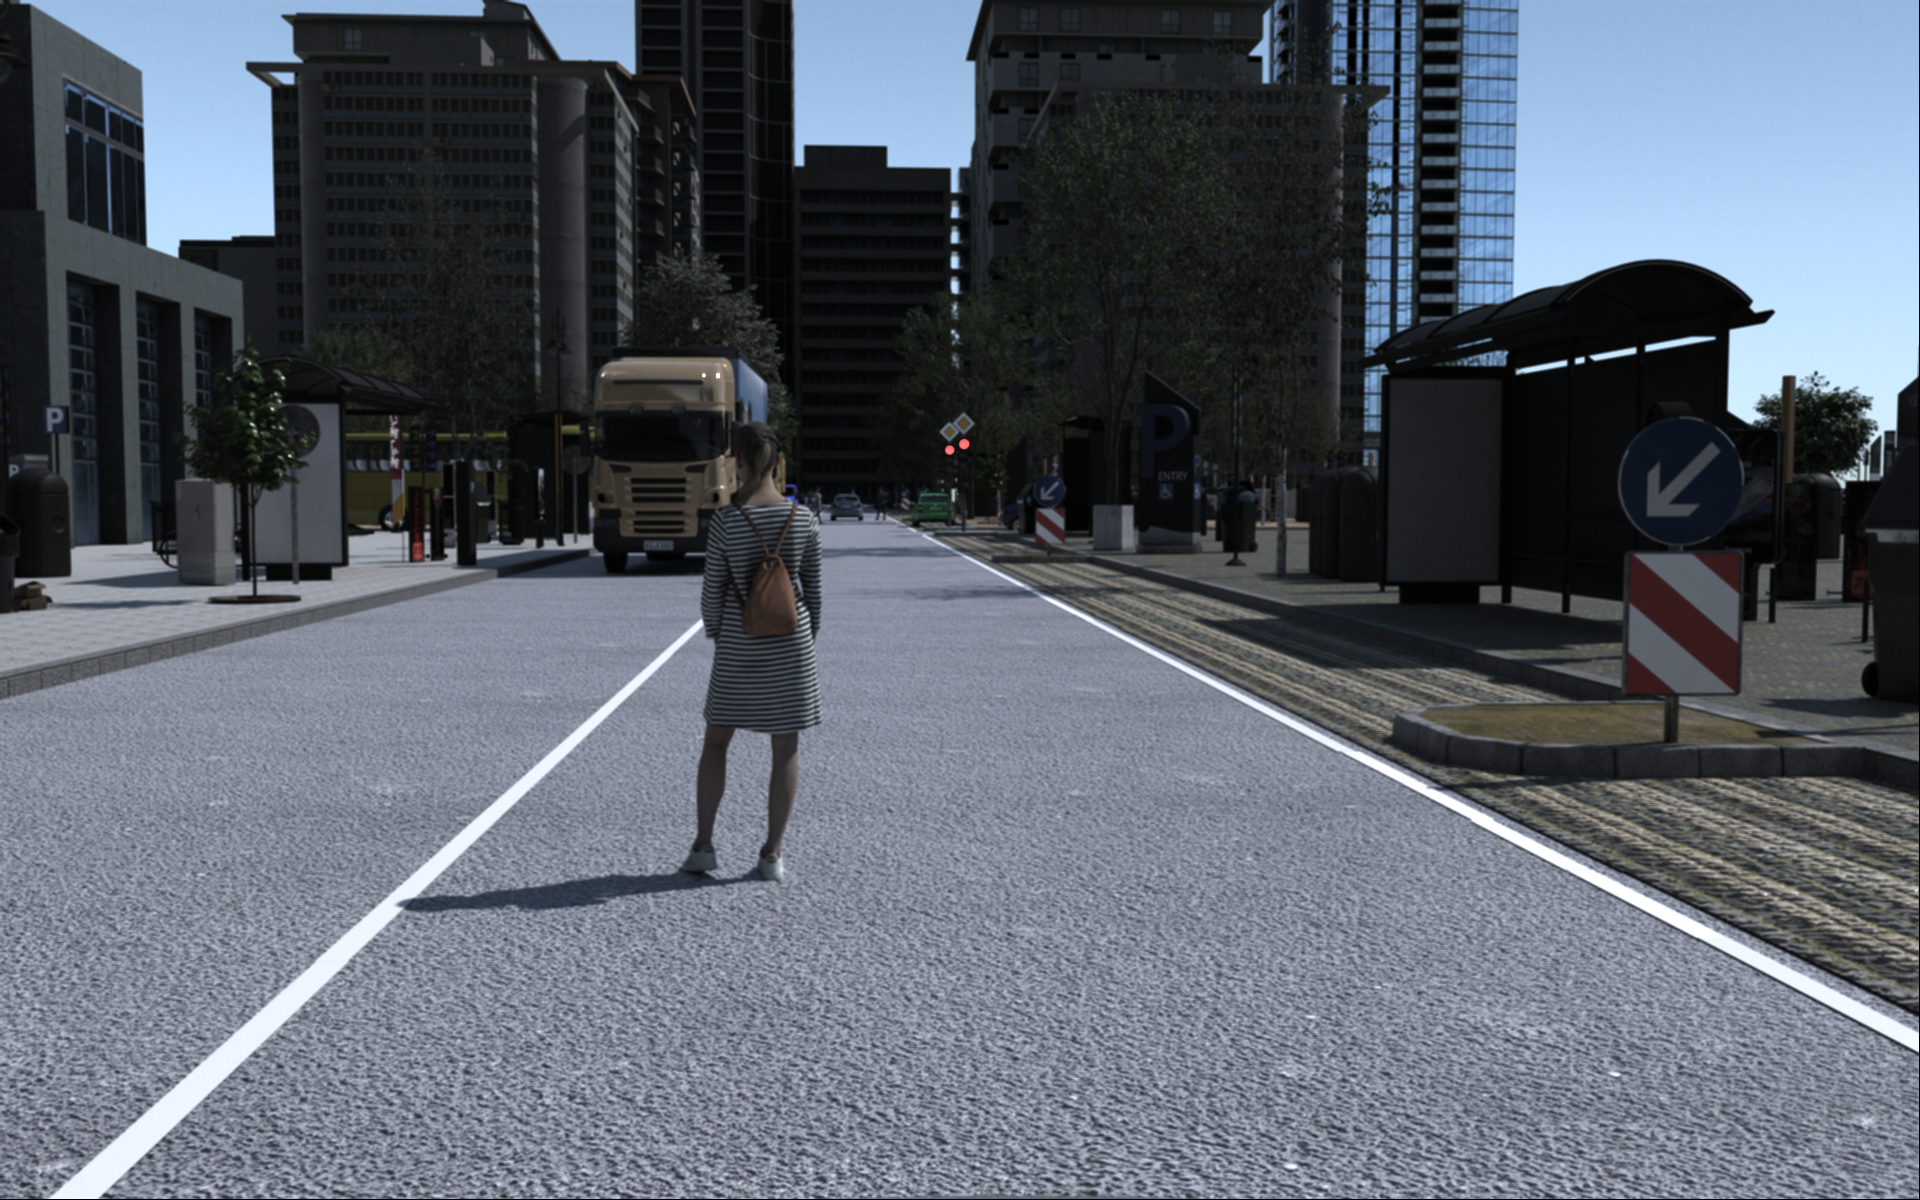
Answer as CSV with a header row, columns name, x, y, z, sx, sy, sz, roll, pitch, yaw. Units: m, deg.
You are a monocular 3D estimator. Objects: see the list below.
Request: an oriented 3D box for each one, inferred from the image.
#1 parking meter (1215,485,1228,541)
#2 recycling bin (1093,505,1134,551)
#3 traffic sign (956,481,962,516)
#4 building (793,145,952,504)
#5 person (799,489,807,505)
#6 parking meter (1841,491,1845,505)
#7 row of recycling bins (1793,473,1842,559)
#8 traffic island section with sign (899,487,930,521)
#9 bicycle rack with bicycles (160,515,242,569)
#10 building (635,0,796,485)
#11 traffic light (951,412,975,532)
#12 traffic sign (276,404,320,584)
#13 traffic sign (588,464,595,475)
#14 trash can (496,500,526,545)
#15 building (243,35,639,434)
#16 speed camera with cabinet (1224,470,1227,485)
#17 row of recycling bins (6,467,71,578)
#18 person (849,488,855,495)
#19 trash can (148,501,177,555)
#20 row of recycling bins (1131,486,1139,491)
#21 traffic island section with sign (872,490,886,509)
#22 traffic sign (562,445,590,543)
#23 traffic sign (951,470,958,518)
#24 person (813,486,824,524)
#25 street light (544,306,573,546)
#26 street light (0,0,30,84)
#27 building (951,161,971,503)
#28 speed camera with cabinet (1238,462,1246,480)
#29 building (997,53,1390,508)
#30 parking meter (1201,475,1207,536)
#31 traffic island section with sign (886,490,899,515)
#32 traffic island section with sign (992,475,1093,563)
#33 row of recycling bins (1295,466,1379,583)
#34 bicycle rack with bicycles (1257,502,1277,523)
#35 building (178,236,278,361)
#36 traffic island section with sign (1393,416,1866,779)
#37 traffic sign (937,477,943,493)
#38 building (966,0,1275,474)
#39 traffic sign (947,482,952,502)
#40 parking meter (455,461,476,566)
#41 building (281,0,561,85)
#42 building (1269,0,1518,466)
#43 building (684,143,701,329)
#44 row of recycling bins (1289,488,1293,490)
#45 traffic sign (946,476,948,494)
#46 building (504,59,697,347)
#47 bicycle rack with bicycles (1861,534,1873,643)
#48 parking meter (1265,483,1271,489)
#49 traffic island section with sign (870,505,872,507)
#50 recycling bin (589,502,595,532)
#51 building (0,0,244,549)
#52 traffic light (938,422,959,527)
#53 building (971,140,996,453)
name,x,y,z,sx,sy,sz,roll,pitch,yaw
parking meter,7.148,-2.369,47.140,0.372,1.533,0.369,0,3,0
recycling bin,3.488,-1.642,39.398,0.722,1.027,0.722,2,4,29
traffic sign,-0.225,-6.300,103.109,0.768,2.556,0.104,0,4,1
building,-12.422,-37.931,243.877,21.600,48.544,21.300,0,4,-4
person,-13.327,-8.475,147.044,1.348,1.826,0.705,3,4,36
parking meter,52.191,-5.734,102.161,0.372,1.533,0.369,0,3,0
row of recycling bins,17.177,-1.748,35.690,1.069,1.692,3.534,0,4,7
traffic island section with sign,-2.053,-5.092,91.884,1.989,1.847,2.006,0,4,-4
bicycle rack with bicycles,-13.012,-1.093,31.249,2.925,0.926,2.852,-2,4,-32
building,-33.374,-49.050,240.218,20.611,71.187,20.563,0,4,-4
traffic light,0.107,-4.302,59.258,0.839,4.253,0.868,0,4,-4
traffic sign,-9.476,-1.500,24.638,0.768,2.556,0.104,0,4,2
traffic sign,-10.191,-3.025,49.468,0.884,2.594,0.081,0,4,6
trash can,-11.295,-1.954,43.594,0.748,1.137,0.748,0,3,0
building,-41.734,-28.102,151.354,32.217,40.220,23.993,0,4,-4
speed camera with cabinet,20.887,-8.439,132.314,2.038,3.252,0.660,2,4,31
row of recycling bins,-15.265,-1.150,25.908,3.534,1.692,1.069,-3,5,-41
person,-7.330,-6.734,118.560,0.622,1.834,0.822,2,4,27
trash can,-16.787,-1.531,36.693,0.748,1.137,0.748,0,3,0
row of recycling bins,8.856,-5.107,90.612,1.069,1.692,3.534,-1,4,-15
traffic island section with sign,-7.319,-9.846,169.616,1.989,1.847,2.006,0,4,-4
traffic sign,-10.050,-2.758,45.207,0.768,2.556,0.104,0,4,-1
traffic sign,-0.245,-5.706,93.393,0.768,2.556,0.104,0,4,3
person,-6.816,-4.511,82.347,0.778,1.811,0.616,2,4,26
street light,-9.859,-4.273,42.646,0.468,5.910,1.993,0,4,-4
street light,-7.805,-2.493,13.541,0.468,5.910,1.993,0,4,-4
building,13.505,-38.350,246.630,30.456,49.044,23.786,0,4,-4
speed camera with cabinet,17.952,-6.857,106.449,2.038,3.252,0.660,3,4,39
building,19.592,-28.458,157.176,32.217,40.220,23.993,0,4,-4
parking meter,7.383,-2.914,53.355,0.399,1.863,0.255,-1,4,-22
traffic island section with sign,-3.877,-6.737,118.778,1.989,1.847,2.006,0,4,-4
traffic island section with sign,1.693,-1.705,36.507,1.989,1.847,2.006,0,4,-4
row of recycling bins,6.024,-1.199,26.711,1.069,1.692,3.534,0,4,2
bicycle rack with bicycles,12.985,-3.930,77.642,2.925,0.926,2.852,-1,4,-14
building,-79.539,-26.099,198.424,14.107,30.474,14.160,0,4,-4
traffic island section with sign,3.525,-0.060,9.614,1.989,1.847,2.006,0,4,-4
traffic sign,-1.304,-7.372,120.636,0.768,2.556,0.104,0,4,4
building,15.923,-36.281,182.424,28.713,52.752,27.495,0,4,-4
traffic sign,-0.571,-7.226,118.155,0.884,2.594,0.081,0,4,-1
parking meter,-8.878,-1.555,31.131,0.255,1.863,0.399,0,4,1
building,-58.321,-36.884,192.288,27.495,52.752,28.713,0,4,-4
building,50.444,-54.370,201.613,31.000,86.520,22.319,0,4,-4
building,-37.401,-31.661,201.259,14.086,41.232,14.154,0,4,-4
row of recycling bins,16.266,-4.440,79.707,1.069,1.692,3.534,0,4,-5
traffic sign,-0.925,-7.402,121.021,0.884,2.594,0.081,0,4,-1
building,-38.707,-32.002,177.860,22.147,44.769,28.867,0,4,-4
bicycle rack with bicycles,8.817,-0.081,14.707,2.925,0.926,2.852,-2,4,-34
parking meter,15.820,-5.086,88.870,0.255,1.863,0.399,-2,4,-35
traffic island section with sign,-9.156,-11.491,196.509,1.989,1.847,2.006,0,4,-4
recycling bin,-12.749,-2.789,58.153,0.722,1.027,0.722,1,4,20
building,-36.356,-44.357,37.909,31.000,86.520,22.319,0,4,-4
traffic light,-0.433,-4.789,67.225,0.839,4.253,0.868,0,4,-4
building,8.203,-31.771,203.054,14.154,41.232,14.086,0,4,-4
